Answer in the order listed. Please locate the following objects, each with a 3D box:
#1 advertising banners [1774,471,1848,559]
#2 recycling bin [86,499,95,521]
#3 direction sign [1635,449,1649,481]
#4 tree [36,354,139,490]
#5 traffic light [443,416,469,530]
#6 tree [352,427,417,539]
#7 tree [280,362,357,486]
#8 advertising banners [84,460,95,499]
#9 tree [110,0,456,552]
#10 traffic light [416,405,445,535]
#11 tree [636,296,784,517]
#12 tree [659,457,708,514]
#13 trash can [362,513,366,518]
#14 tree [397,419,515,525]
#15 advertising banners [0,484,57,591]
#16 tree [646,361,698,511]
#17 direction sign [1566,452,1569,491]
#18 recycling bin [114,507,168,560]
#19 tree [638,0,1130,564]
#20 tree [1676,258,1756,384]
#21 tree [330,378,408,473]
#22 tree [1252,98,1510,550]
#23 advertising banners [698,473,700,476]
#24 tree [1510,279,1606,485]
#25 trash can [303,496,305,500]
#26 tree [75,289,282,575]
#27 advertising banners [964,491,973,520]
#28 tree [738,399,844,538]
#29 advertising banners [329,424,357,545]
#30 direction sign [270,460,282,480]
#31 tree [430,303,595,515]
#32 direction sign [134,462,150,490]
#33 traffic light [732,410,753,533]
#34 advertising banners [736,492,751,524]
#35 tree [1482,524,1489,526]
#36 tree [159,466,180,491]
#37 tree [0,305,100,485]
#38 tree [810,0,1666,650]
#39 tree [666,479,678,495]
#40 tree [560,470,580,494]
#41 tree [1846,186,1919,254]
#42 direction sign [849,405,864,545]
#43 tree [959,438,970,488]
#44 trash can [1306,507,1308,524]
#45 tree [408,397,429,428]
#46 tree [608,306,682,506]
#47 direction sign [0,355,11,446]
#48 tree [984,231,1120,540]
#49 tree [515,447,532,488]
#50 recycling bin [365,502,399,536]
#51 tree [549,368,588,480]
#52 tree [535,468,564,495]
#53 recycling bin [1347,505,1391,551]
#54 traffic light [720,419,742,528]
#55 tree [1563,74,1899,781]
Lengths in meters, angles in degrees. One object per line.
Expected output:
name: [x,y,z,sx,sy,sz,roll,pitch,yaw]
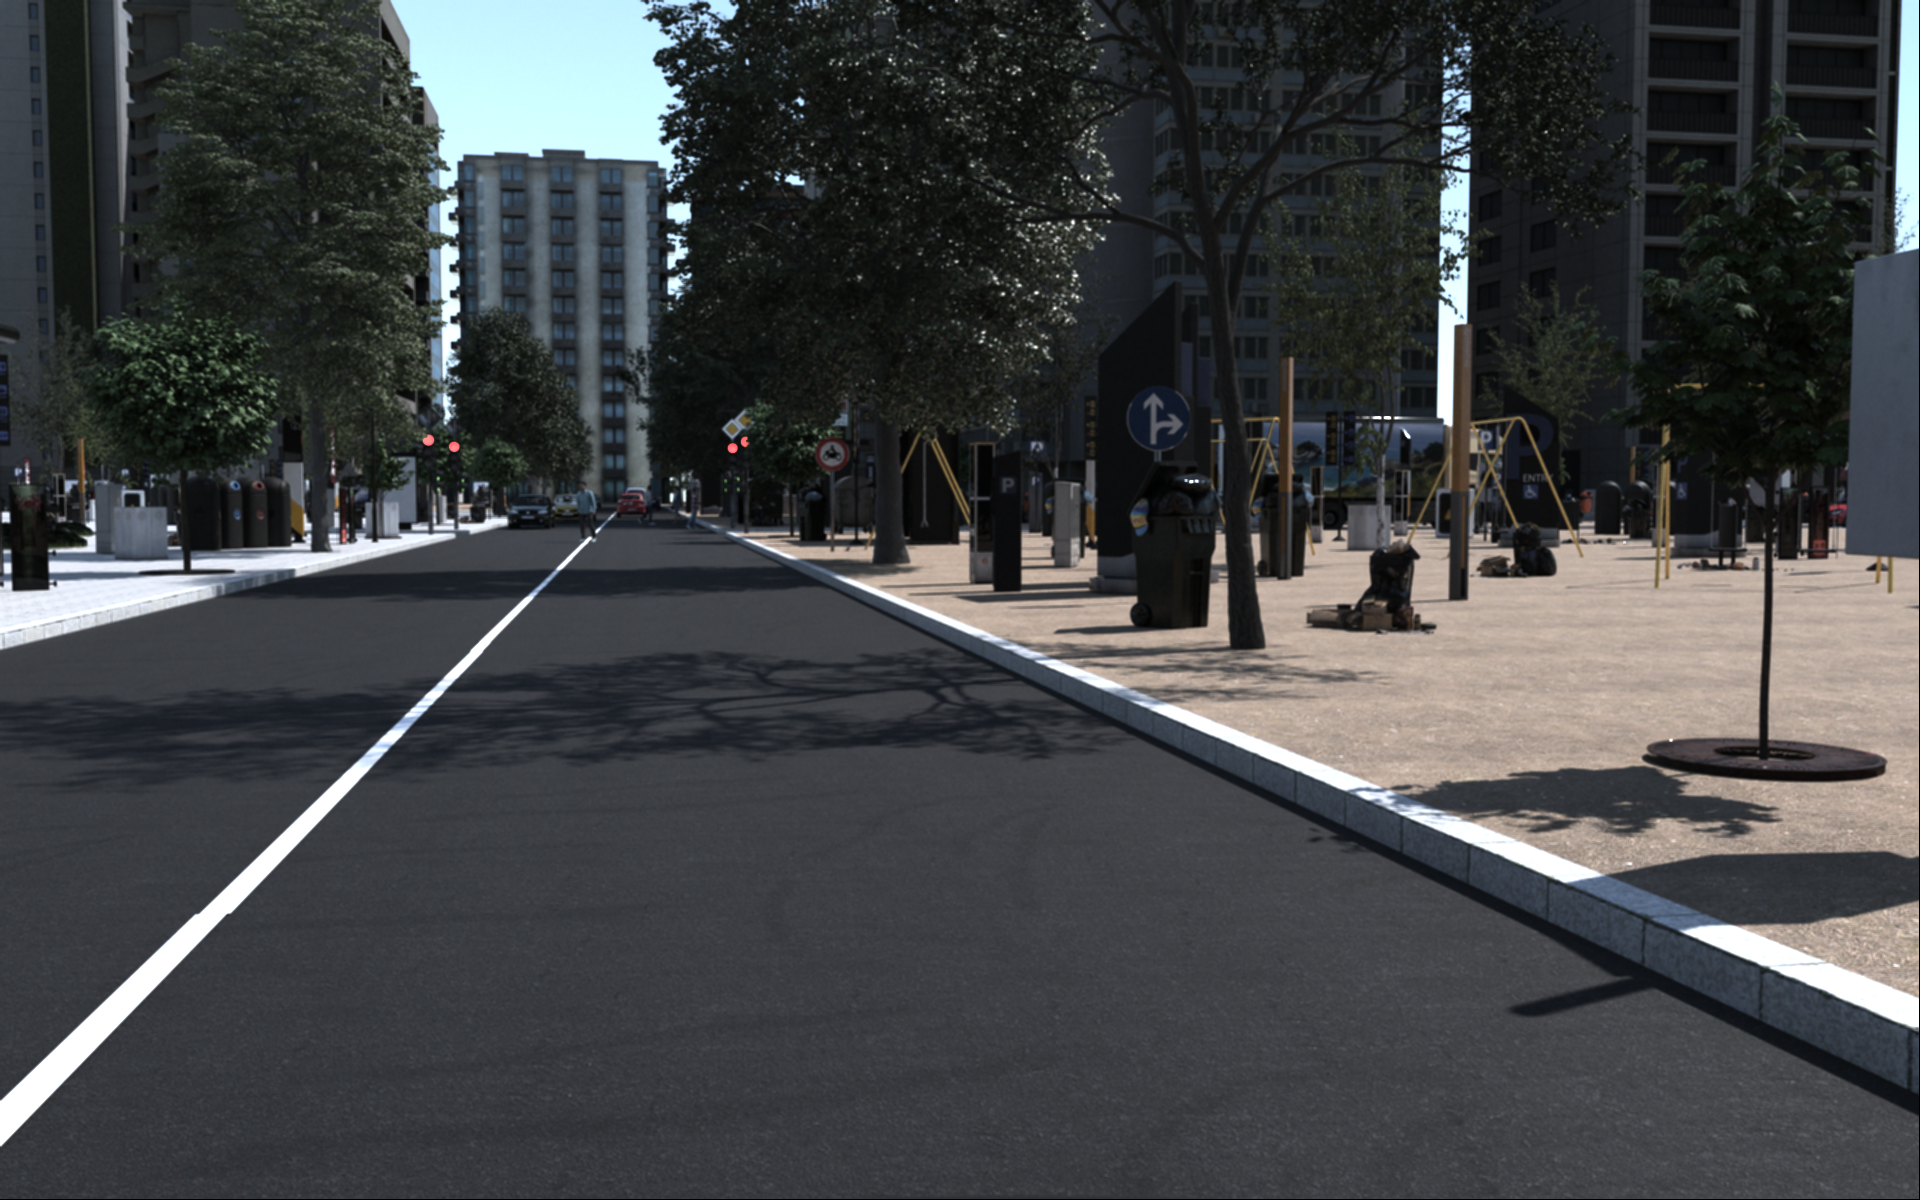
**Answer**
advertising banners: [16.993,-2.329,34.265,2.074,3.025,0.090,-1,4,-19]
recycling bin: [-41.036,-4.228,81.686,0.722,1.027,0.722,0,4,8]
direction sign: [33.999,-5.773,86.380,0.876,3.537,0.379,-2,4,-24]
tree: [-46.669,-8.671,92.135,4.737,8.622,4.395,0,3,0]
traffic light: [-18.228,-4.509,62.641,0.839,4.253,0.868,-1,4,-11]
tree: [-16.599,-3.374,49.764,1.663,3.219,1.824,0,3,0]
tree: [-36.335,-9.003,97.556,4.737,8.622,4.395,0,3,0]
advertising banners: [-44.214,-5.641,88.418,0.090,3.025,2.074,1,4,14]
tree: [-14.385,-7.309,37.624,7.486,12.596,7.792,0,3,0]
traffic light: [-16.753,-4.029,54.792,0.839,4.253,0.868,-1,4,-11]
tree: [-13.155,-10.977,96.484,9.611,12.733,9.660,0,3,0]
tree: [-16.800,-9.879,111.880,4.737,8.622,4.395,0,3,0]
trash can: [-32.219,-5.034,93.966,0.748,1.137,0.748,0,3,0]
tree: [-21.527,-5.373,71.564,4.285,4.588,4.351,0,3,0]
advertising banners: [-12.825,-1.603,22.389,0.090,3.025,2.074,3,5,41]
tree: [-19.355,-12.874,128.619,7.486,12.596,7.792,0,3,0]
direction sign: [32.570,-6.172,92.911,0.379,3.537,0.876,1,4,14]
recycling bin: [-16.099,-1.314,34.043,0.722,1.027,0.722,2,4,33]
tree: [-1.268,-7.637,31.524,9.857,13.997,8.962,0,3,0]
tree: [22.430,-6.088,49.909,4.737,8.622,4.395,0,3,0]
tree: [-37.337,-9.577,106.939,4.360,8.622,3.978,0,3,0]
tree: [7.514,-4.978,31.755,4.737,8.622,4.395,0,3,0]
advertising banners: [-20.054,-8.740,139.079,2.074,3.025,0.090,-1,4,-19]
tree: [19.911,-6.624,58.666,4.737,8.622,4.395,0,3,0]
trash can: [-44.074,-6.363,115.683,0.748,1.137,0.748,0,3,0]
tree: [-12.563,-2.713,28.072,4.285,4.588,4.351,0,3,0]
advertising banners: [-0.244,-5.376,84.084,2.074,3.025,0.090,-2,4,-25]
tree: [-4.985,-4.162,51.767,4.285,4.588,4.351,0,3,0]
advertising banners: [-15.734,-2.932,44.131,0.090,3.025,2.074,0,4,-3]
direction sign: [-45.107,-7.475,114.216,0.876,3.537,0.379,1,4,15]
tree: [-27.540,-11.439,104.043,9.611,12.733,9.660,0,3,0]
direction sign: [-52.797,-7.331,111.860,0.876,3.537,0.379,-2,4,-32]
traffic light: [-7.015,-4.141,56.632,0.839,4.253,0.868,-1,4,-11]
advertising banners: [-8.761,-4.828,75.119,2.074,3.025,0.090,-2,4,-32]
tree: [21.176,-4.657,70.737,1.663,3.219,1.824,0,3,0]
tree: [-22.040,-3.382,49.901,1.663,3.219,1.824,0,3,0]
tree: [-34.937,-7.104,66.513,4.360,8.622,3.978,0,3,0]
tree: [2.197,-4.891,14.382,8.767,10.594,7.601,-3,4,-38]
tree: [-33.541,-12.730,202.734,1.663,3.219,1.824,0,3,0]
tree: [-45.755,-15.422,202.504,4.360,8.622,3.978,0,3,0]
tree: [22.694,-5.560,41.275,4.360,8.622,3.978,0,3,0]
direction sign: [-2.643,-3.187,44.100,0.379,3.537,0.876,0,4,6]
tree: [-0.895,-6.874,96.099,4.285,4.588,4.351,0,3,0]
trash can: [11.529,-2.891,58.926,0.748,1.137,0.748,0,3,0]
tree: [-41.507,-11.003,130.264,4.360,8.622,3.978,0,3,0]
tree: [-29.524,-19.629,176.817,12.611,20.169,13.585,0,3,0]
direction sign: [-15.802,-2.200,27.975,0.379,3.537,0.876,3,5,42]
tree: [2.454,-5.996,48.403,4.360,8.622,3.978,0,3,0]
tree: [-24.865,-6.722,93.626,4.285,4.588,4.351,0,3,0]
recycling bin: [-17.577,-2.454,52.670,0.722,1.027,0.722,3,4,38]
tree: [-36.542,-14.313,152.146,7.486,12.596,7.792,0,3,0]
tree: [-34.439,-11.824,143.678,4.737,8.622,4.395,0,3,0]
recycling bin: [9.368,-1.658,39.663,0.722,1.027,0.722,-1,4,-23]
traffic light: [-8.490,-4.621,64.481,0.839,4.253,0.868,-1,4,-11]
tree: [3.688,-0.828,8.147,1.663,3.219,1.824,0,3,0]
